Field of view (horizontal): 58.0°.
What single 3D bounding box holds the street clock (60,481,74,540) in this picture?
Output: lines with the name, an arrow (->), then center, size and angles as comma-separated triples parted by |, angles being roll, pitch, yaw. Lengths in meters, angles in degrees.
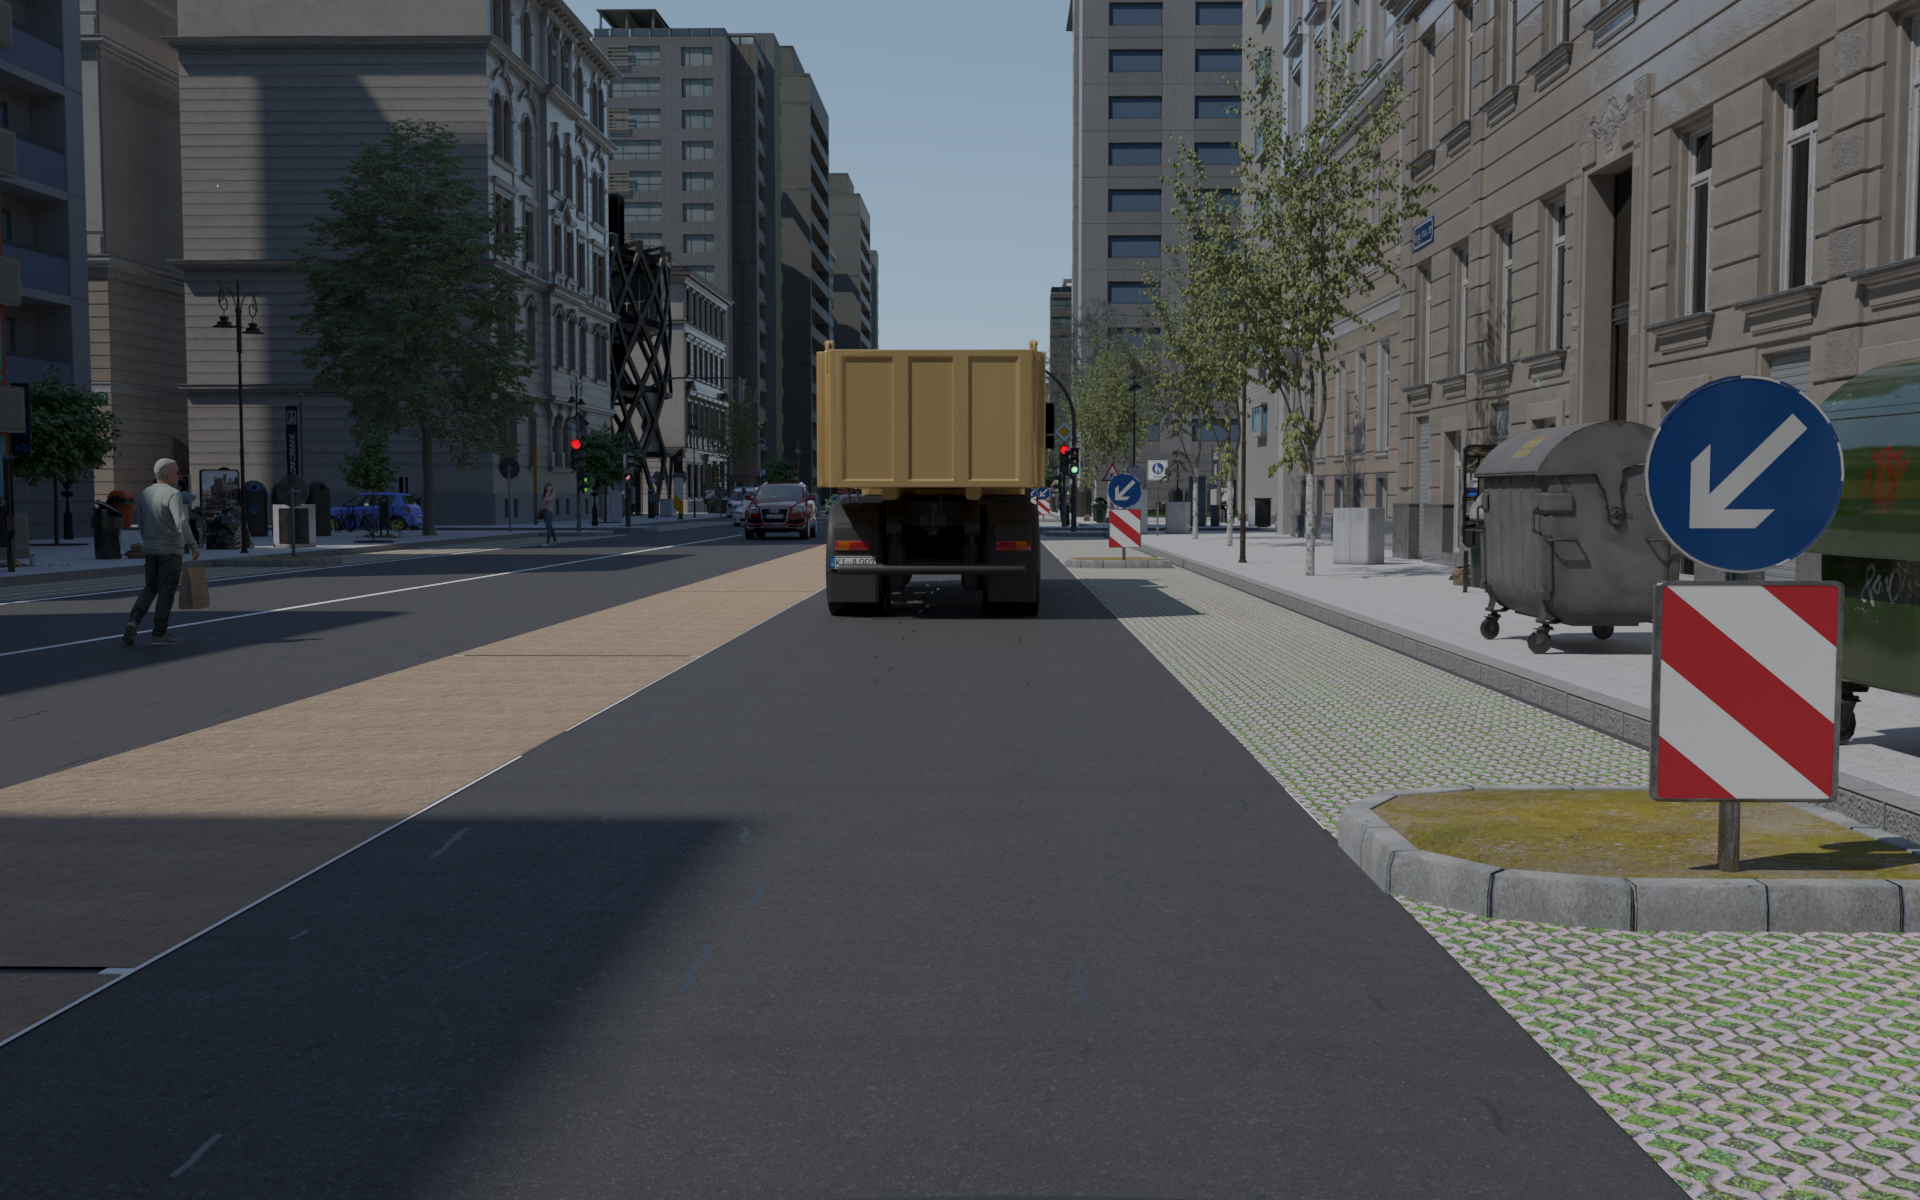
street clock -> -25.094, -2.699, 48.697 | 0.471, 2.002, 0.358 | 3, 4, 38

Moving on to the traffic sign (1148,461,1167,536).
traffic sign -> 6.030, -3.101, 52.826 | 0.606, 2.300, 0.079 | 0, 4, 5

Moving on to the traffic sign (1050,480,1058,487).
traffic sign -> 6.975, -7.696, 125.837 | 0.884, 2.594, 0.081 | 0, 4, 1

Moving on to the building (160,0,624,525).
building -> -25.047, -17.983, 81.413 | 14.401, 28.519, 23.554 | 0, 4, 1

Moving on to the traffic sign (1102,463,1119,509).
traffic sign -> 6.419, -4.469, 73.079 | 0.884, 2.594, 0.081 | 1, 4, 9

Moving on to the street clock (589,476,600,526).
street clock -> -14.696, -3.982, 69.669 | 0.358, 2.002, 0.471 | -3, 5, -45

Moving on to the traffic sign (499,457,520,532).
traffic sign -> -15.407, -3.615, 59.210 | 0.768, 2.556, 0.104 | 1, 4, 11

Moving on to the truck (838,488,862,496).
truck -> -4.978, -6.305, 91.993 | 2.839, 4.237, 11.283 | 0, 3, 0

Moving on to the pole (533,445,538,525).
pole -> -17.701, -4.792, 72.192 | 0.158, 3.312, 0.155 | 0, 3, 0

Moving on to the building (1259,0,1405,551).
building -> 16.134, -15.836, 44.821 | 13.634, 28.700, 20.117 | 0, 4, 1

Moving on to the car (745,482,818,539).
car -> -5.783, -2.915, 56.328 | 2.281, 1.827, 5.304 | 0, 4, -1

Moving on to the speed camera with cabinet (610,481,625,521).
speed camera with cabinet -> -16.269, -5.392, 82.497 | 0.660, 3.252, 2.038 | 0, 4, -4

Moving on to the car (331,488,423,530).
car -> -21.595, -3.288, 63.356 | 3.694, 1.707, 1.945 | 0, 4, 1

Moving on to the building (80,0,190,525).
building -> -44.173, -17.771, 76.464 | 20.117, 28.700, 13.634 | 0, 4, 1

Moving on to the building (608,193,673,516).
building -> -25.742, -14.353, 102.128 | 16.820, 18.784, 16.811 | 0, 4, 1

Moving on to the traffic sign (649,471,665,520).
traffic sign -> -14.951, -5.155, 85.467 | 0.795, 2.450, 0.064 | 1, 4, 9

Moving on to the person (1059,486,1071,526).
person -> 4.259, -3.731, 69.924 | 0.576, 1.772, 0.534 | -1, 4, -18

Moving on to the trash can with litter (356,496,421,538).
trash can with litter -> -17.110, -2.460, 51.275 | 1.678, 1.210, 2.233 | -3, 5, -41

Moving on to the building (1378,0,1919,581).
building -> 14.210, -13.762, 22.275 | 12.463, 27.353, 25.104 | 0, 4, 1

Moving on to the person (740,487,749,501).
person -> -11.594, -5.213, 93.991 | 0.793, 1.790, 0.793 | 0, 4, -4

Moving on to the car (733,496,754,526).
car -> -9.026, -4.023, 78.134 | 2.083, 1.381, 4.827 | 0, 4, 3

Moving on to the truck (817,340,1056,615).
truck -> -0.257, -1.722, 24.078 | 3.469, 3.379, 9.791 | 0, 4, 1

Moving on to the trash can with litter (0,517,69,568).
trash can with litter -> -17.135, -1.212, 30.876 | 2.233, 1.210, 1.678 | 3, 4, 37

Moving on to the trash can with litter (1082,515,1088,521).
trash can with litter -> 6.248, -4.287, 81.487 | 1.055, 1.170, 0.624 | 1, 4, 12

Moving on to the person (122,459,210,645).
person -> -7.505, -0.452, 16.379 | 0.782, 1.767, 0.515 | 2, 4, 24

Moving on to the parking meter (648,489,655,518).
parking meter -> -16.268, -5.069, 91.288 | 0.372, 1.533, 0.369 | 0, 3, 0

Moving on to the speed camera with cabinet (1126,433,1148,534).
speed camera with cabinet -> 5.723, -3.765, 55.899 | 0.660, 3.252, 2.038 | 0, 4, 3

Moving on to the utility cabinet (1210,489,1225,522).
utility cabinet -> 11.529, -4.210, 77.513 | 0.318, 1.500, 1.173 | 2, 4, 28

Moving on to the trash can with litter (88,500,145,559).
trash can with litter -> -16.636, -1.401, 34.287 | 1.055, 1.170, 0.624 | -3, 5, -39

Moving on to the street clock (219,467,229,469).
street clock -> -19.749, -2.568, 46.549 | 0.471, 2.002, 0.358 | -1, 4, -22

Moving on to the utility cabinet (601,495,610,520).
utility cabinet -> -17.452, -4.546, 85.488 | 0.306, 1.237, 1.020 | 0, 4, 0

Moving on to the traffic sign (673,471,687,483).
traffic sign -> -14.652, -5.531, 90.546 | 0.768, 2.556, 0.104 | 0, 4, 5

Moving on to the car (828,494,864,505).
car -> -4.966, -4.149, 79.631 | 2.131, 1.459, 4.920 | 0, 4, 1

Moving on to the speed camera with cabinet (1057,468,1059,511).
speed camera with cabinet -> 7.319, -8.549, 134.110 | 0.660, 3.252, 2.038 | 0, 4, -7

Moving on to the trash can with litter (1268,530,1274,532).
trash can with litter -> 11.122, -2.892, 58.336 | 1.678, 1.210, 2.233 | -1, 4, -14

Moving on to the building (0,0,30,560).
building -> -32.694, -10.689, 19.798 | 27.650, 21.520, 28.899 | 0, 4, 1

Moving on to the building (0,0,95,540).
building -> -39.895, -30.810, 45.741 | 28.212, 58.520, 21.231 | 0, 4, 1

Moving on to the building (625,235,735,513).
building -> -23.038, -15.997, 126.172 | 10.561, 19.102, 19.286 | 0, 4, 1

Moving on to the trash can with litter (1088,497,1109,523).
trash can with litter -> 6.311, -3.955, 76.059 | 0.624, 1.170, 1.055 | 3, 5, 43

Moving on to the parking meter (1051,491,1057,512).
parking meter -> 6.687, -7.020, 123.194 | 0.372, 1.533, 0.369 | 0, 3, 0

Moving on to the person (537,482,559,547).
person -> -11.255, -2.350, 47.519 | 0.643, 1.750, 0.593 | -3, 5, -41

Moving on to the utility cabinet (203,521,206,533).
utility cabinet -> -23.631, -2.827, 54.899 | 0.318, 1.500, 1.173 | 0, 4, -3

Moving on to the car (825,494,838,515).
car -> -8.354, -6.706, 121.447 | 2.131, 1.459, 4.920 | 0, 4, 2

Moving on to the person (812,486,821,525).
person -> -6.673, -4.300, 79.165 | 0.624, 1.780, 0.694 | -2, 4, -29

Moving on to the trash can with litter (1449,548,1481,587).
trash can with litter -> 7.132, -0.770, 23.978 | 0.624, 1.170, 1.055 | -1, 4, -16
